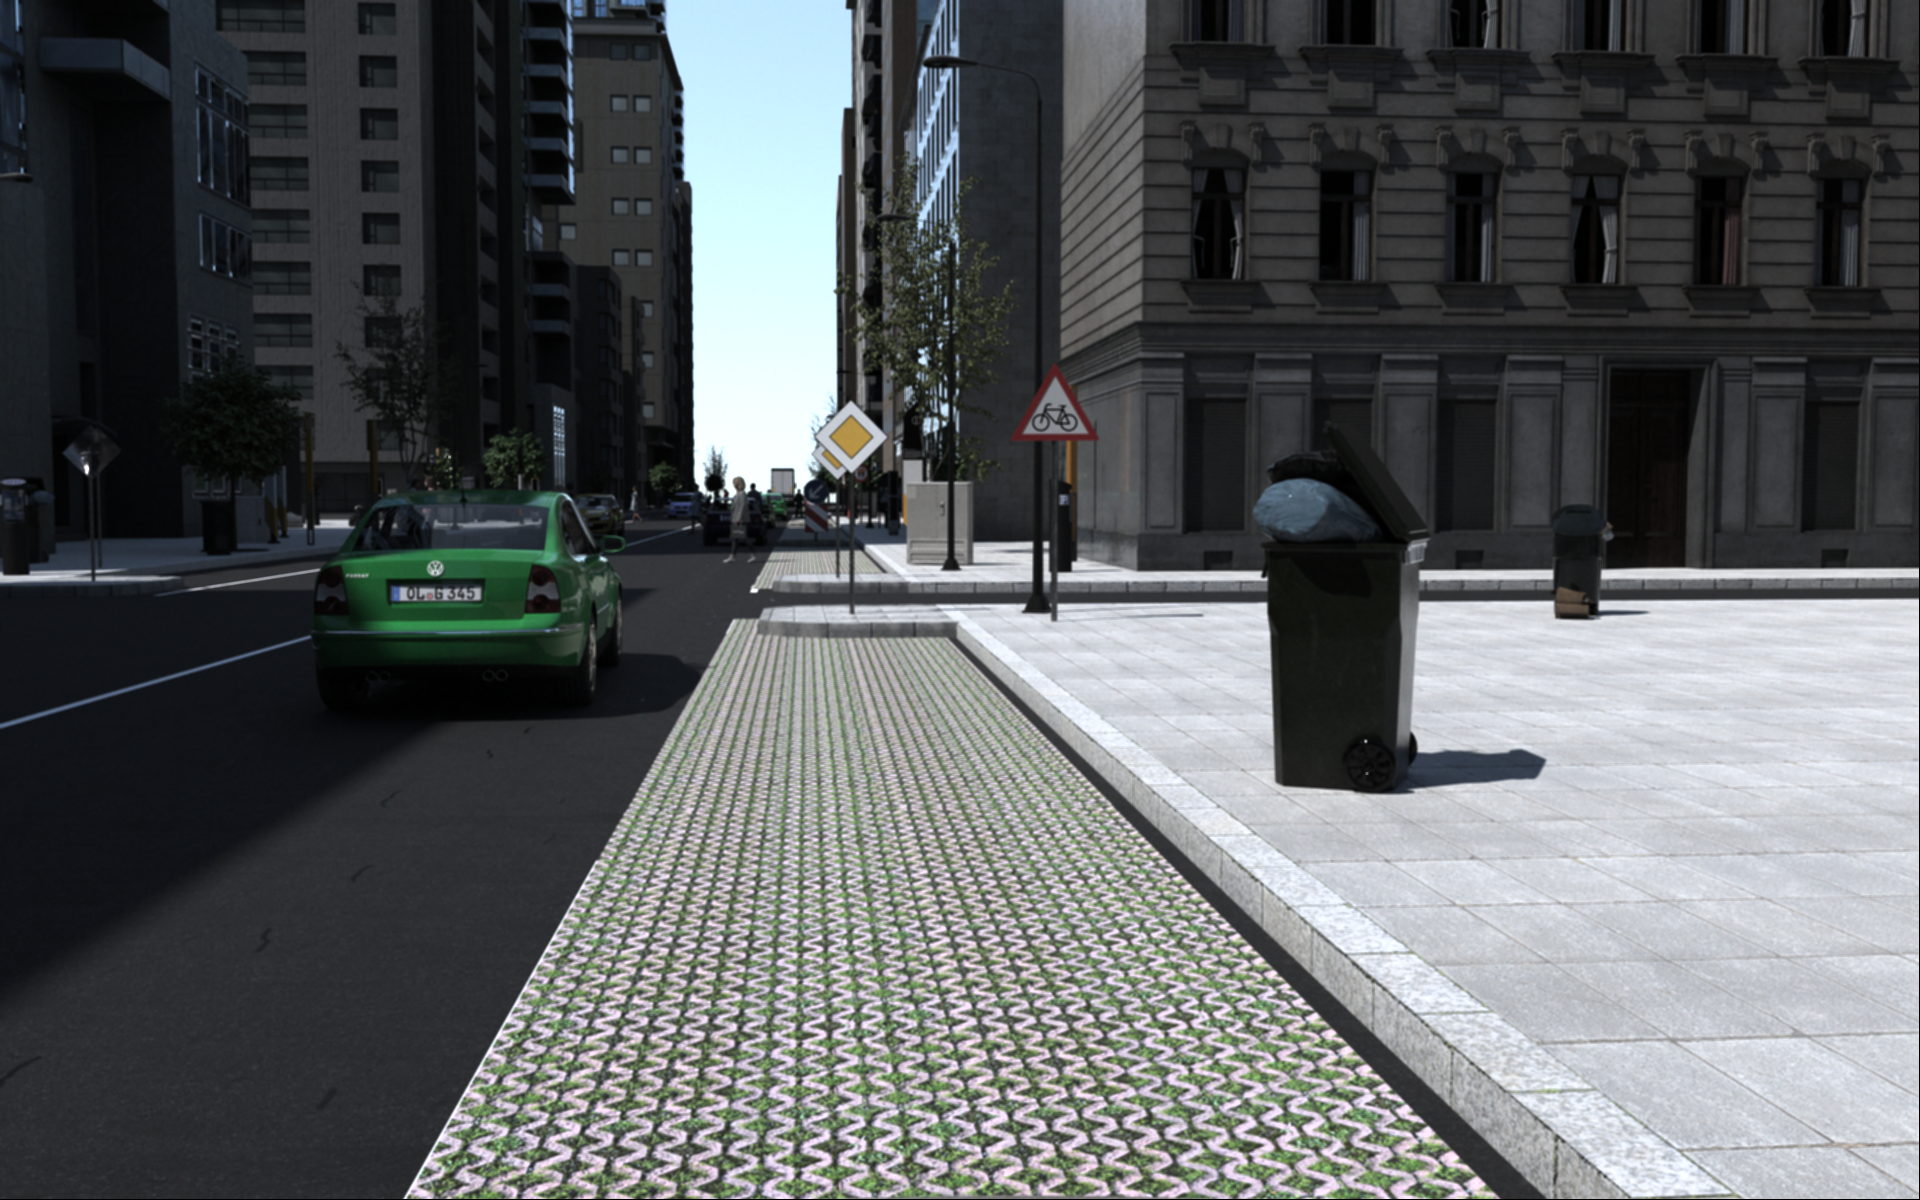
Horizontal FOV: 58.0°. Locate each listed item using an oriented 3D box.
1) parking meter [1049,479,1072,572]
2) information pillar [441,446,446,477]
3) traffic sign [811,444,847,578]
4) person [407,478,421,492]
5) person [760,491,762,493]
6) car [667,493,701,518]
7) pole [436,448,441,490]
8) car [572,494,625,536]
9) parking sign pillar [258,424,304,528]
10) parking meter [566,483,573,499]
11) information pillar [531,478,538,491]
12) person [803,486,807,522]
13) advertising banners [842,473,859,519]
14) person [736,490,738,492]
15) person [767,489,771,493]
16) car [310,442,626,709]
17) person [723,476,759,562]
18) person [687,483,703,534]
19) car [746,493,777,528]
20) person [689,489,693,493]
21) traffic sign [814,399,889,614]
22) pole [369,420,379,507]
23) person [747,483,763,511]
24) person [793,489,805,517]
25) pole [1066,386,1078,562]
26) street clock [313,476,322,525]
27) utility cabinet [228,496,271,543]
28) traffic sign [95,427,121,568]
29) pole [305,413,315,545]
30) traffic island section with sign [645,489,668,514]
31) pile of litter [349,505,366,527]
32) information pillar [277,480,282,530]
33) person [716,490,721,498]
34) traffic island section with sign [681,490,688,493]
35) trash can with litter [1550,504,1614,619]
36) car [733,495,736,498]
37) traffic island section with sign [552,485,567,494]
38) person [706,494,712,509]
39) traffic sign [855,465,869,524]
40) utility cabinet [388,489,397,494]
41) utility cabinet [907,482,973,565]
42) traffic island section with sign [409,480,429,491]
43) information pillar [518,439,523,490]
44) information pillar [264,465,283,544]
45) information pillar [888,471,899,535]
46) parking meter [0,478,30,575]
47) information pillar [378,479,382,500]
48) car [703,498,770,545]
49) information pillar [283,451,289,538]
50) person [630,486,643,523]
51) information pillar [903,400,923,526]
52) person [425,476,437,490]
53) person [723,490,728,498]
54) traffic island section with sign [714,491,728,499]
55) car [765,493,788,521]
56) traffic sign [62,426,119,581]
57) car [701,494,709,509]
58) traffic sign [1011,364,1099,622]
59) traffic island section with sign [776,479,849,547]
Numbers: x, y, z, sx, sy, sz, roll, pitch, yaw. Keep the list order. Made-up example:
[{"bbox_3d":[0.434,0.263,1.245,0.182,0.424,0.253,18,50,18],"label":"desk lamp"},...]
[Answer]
[{"bbox_3d":[1.652,-1.226,28.457,0.372,1.533,0.369,0,3,0],"label":"parking meter"},{"bbox_3d":[-25.176,-5.719,84.868,0.504,3.616,0.183,2,4,24],"label":"information pillar"},{"bbox_3d":[-1.869,-1.393,26.423,0.795,2.450,0.064,0,4,-5],"label":"traffic sign"},{"bbox_3d":[-14.339,-2.260,45.301,0.795,1.843,0.661,1,4,15],"label":"person"},{"bbox_3d":[-22.583,-11.468,196.710,1.217,1.736,0.721,0,4,1],"label":"person"},{"bbox_3d":[-16.455,-5.742,103.474,1.945,1.707,3.694,0,4,-3],"label":"car"},{"bbox_3d":[-23.147,-5.086,77.001,0.158,3.312,0.155,0,3,0],"label":"pole"},{"bbox_3d":[-12.183,-2.889,57.462,2.015,1.641,3.980,0,4,-4],"label":"car"},{"bbox_3d":[-25.759,-4.733,65.851,1.447,3.967,1.447,-1,4,-18],"label":"parking sign pillar"},{"bbox_3d":[-20.524,-5.222,91.090,0.255,1.863,0.399,1,4,15],"label":"parking meter"},{"bbox_3d":[-19.643,-4.622,80.057,0.304,2.012,0.304,-1,4,-16],"label":"information pillar"},{"bbox_3d":[-7.856,-4.941,89.094,0.447,1.846,0.655,-3,4,-36],"label":"person"},{"bbox_3d":[-5.722,-5.727,89.821,0.090,3.025,2.074,-2,4,-27],"label":"advertising banners"},{"bbox_3d":[-12.111,-5.226,94.345,0.834,1.777,0.661,0,4,8],"label":"person"},{"bbox_3d":[-11.964,-6.133,109.570,0.721,1.735,1.217,0,4,8],"label":"person"},{"bbox_3d":[-3.544,-0.258,13.018,1.959,1.807,4.718,0,4,-7],"label":"car"},{"bbox_3d":[-4.574,-1.686,36.257,0.728,1.800,0.709,-1,4,-18],"label":"person"},{"bbox_3d":[-9.452,-3.280,62.220,0.778,1.811,0.616,-2,4,-29],"label":"person"},{"bbox_3d":[-8.771,-3.952,73.415,1.959,1.807,4.718,0,4,-4],"label":"car"},{"bbox_3d":[-16.941,-6.159,109.913,0.721,1.735,1.217,0,4,-4],"label":"person"},{"bbox_3d":[-1.158,-0.907,18.469,0.795,2.450,0.064,0,4,-5],"label":"traffic sign"},{"bbox_3d":[-16.247,-3.315,48.037,0.158,3.312,0.155,0,3,0],"label":"pole"},{"bbox_3d":[-7.202,-3.147,60.074,0.709,1.813,0.853,-3,5,-41],"label":"person"},{"bbox_3d":[-10.183,-6.162,109.802,0.990,1.755,0.434,3,4,36],"label":"person"},{"bbox_3d":[2.119,-2.384,32.820,0.158,3.312,0.155,0,3,0],"label":"pole"},{"bbox_3d":[-26.329,-4.052,70.815,0.358,2.002,0.471,1,4,16],"label":"street clock"},{"bbox_3d":[-18.656,-2.101,45.519,0.306,1.237,1.020,3,4,37],"label":"utility cabinet"},{"bbox_3d":[-14.953,-1.766,30.064,0.795,2.450,0.064,0,4,-1],"label":"traffic sign"},{"bbox_3d":[-16.302,-3.032,43.414,0.158,3.312,0.155,0,3,0],"label":"pole"},{"bbox_3d":[-21.722,-7.129,125.194,1.989,1.847,2.006,0,4,-5],"label":"traffic island section with sign"},{"bbox_3d":[-23.560,-3.350,68.746,1.176,0.858,1.719,2,4,26],"label":"pile of litter"},{"bbox_3d":[-24.482,-3.531,62.226,0.304,2.012,0.304,-3,5,-40],"label":"information pillar"},{"bbox_3d":[-17.856,-7.243,127.837,0.530,1.710,0.541,-1,4,-19],"label":"person"},{"bbox_3d":[-24.129,-8.772,152.042,1.989,1.847,2.006,0,4,-5],"label":"traffic island section with sign"},{"bbox_3d":[6.502,-0.411,18.110,0.624,1.170,1.055,1,4,20],"label":"trash can with litter"},{"bbox_3d":[-25.659,-11.537,201.210,1.945,1.354,3.894,0,4,-6],"label":"car"},{"bbox_3d":[-17.170,-4.017,74.305,1.989,1.847,2.006,0,4,-5],"label":"traffic island section with sign"},{"bbox_3d":[-20.804,-8.077,143.740,0.799,1.438,0.628,2,4,32],"label":"person"},{"bbox_3d":[-4.249,-4.547,74.448,0.768,2.556,0.104,0,4,-2],"label":"traffic sign"},{"bbox_3d":[-25.063,-4.144,76.435,0.318,1.500,1.173,-1,4,-22],"label":"utility cabinet"},{"bbox_3d":[-0.367,-1.384,31.308,1.173,1.500,0.318,1,4,19],"label":"utility cabinet"},{"bbox_3d":[-14.737,-2.357,47.168,1.989,1.847,2.006,0,4,-5],"label":"traffic island section with sign"},{"bbox_3d":[-18.566,-5.008,73.239,0.183,3.616,0.504,0,4,-1],"label":"information pillar"},{"bbox_3d":[-17.887,-3.277,44.932,0.504,3.616,0.183,3,4,38],"label":"information pillar"},{"bbox_3d":[-2.097,-3.053,54.411,0.304,2.012,0.304,-1,4,-10],"label":"information pillar"},{"bbox_3d":[-14.978,-1.164,27.443,0.372,1.533,0.369,0,3,0],"label":"parking meter"},{"bbox_3d":[-28.241,-4.874,84.175,0.304,2.012,0.304,-1,4,-22],"label":"information pillar"},{"bbox_3d":[-6.436,-2.275,49.779,1.945,1.354,3.894,0,4,-5],"label":"car"},{"bbox_3d":[-19.947,-3.644,50.935,0.183,3.616,0.504,-3,5,-40],"label":"information pillar"},{"bbox_3d":[-15.718,-4.622,84.158,0.778,1.811,0.616,1,4,23],"label":"person"},{"bbox_3d":[-1.126,-3.105,42.124,0.504,3.616,0.183,0,4,5],"label":"information pillar"},{"bbox_3d":[-11.491,-1.771,37.465,0.388,1.821,0.555,-2,4,-30],"label":"person"},{"bbox_3d":[-20.796,-8.864,153.372,0.705,1.831,1.348,1,4,13],"label":"person"},{"bbox_3d":[-29.020,-12.118,206.757,1.989,1.847,2.006,0,4,-5],"label":"traffic island section with sign"},{"bbox_3d":[-10.221,-5.169,93.306,1.959,1.807,4.718,0,4,-6],"label":"car"},{"bbox_3d":[-12.772,-1.335,25.471,0.795,2.450,0.064,0,4,-5],"label":"traffic sign"},{"bbox_3d":[-25.472,-9.763,169.408,2.009,1.686,4.222,0,4,-5],"label":"car"},{"bbox_3d":[0.948,-1.063,17.382,0.884,2.594,0.081,0,4,0],"label":"traffic sign"},{"bbox_3d":[-4.048,-2.372,47.418,1.989,1.847,2.006,0,4,-5],"label":"traffic island section with sign"}]
